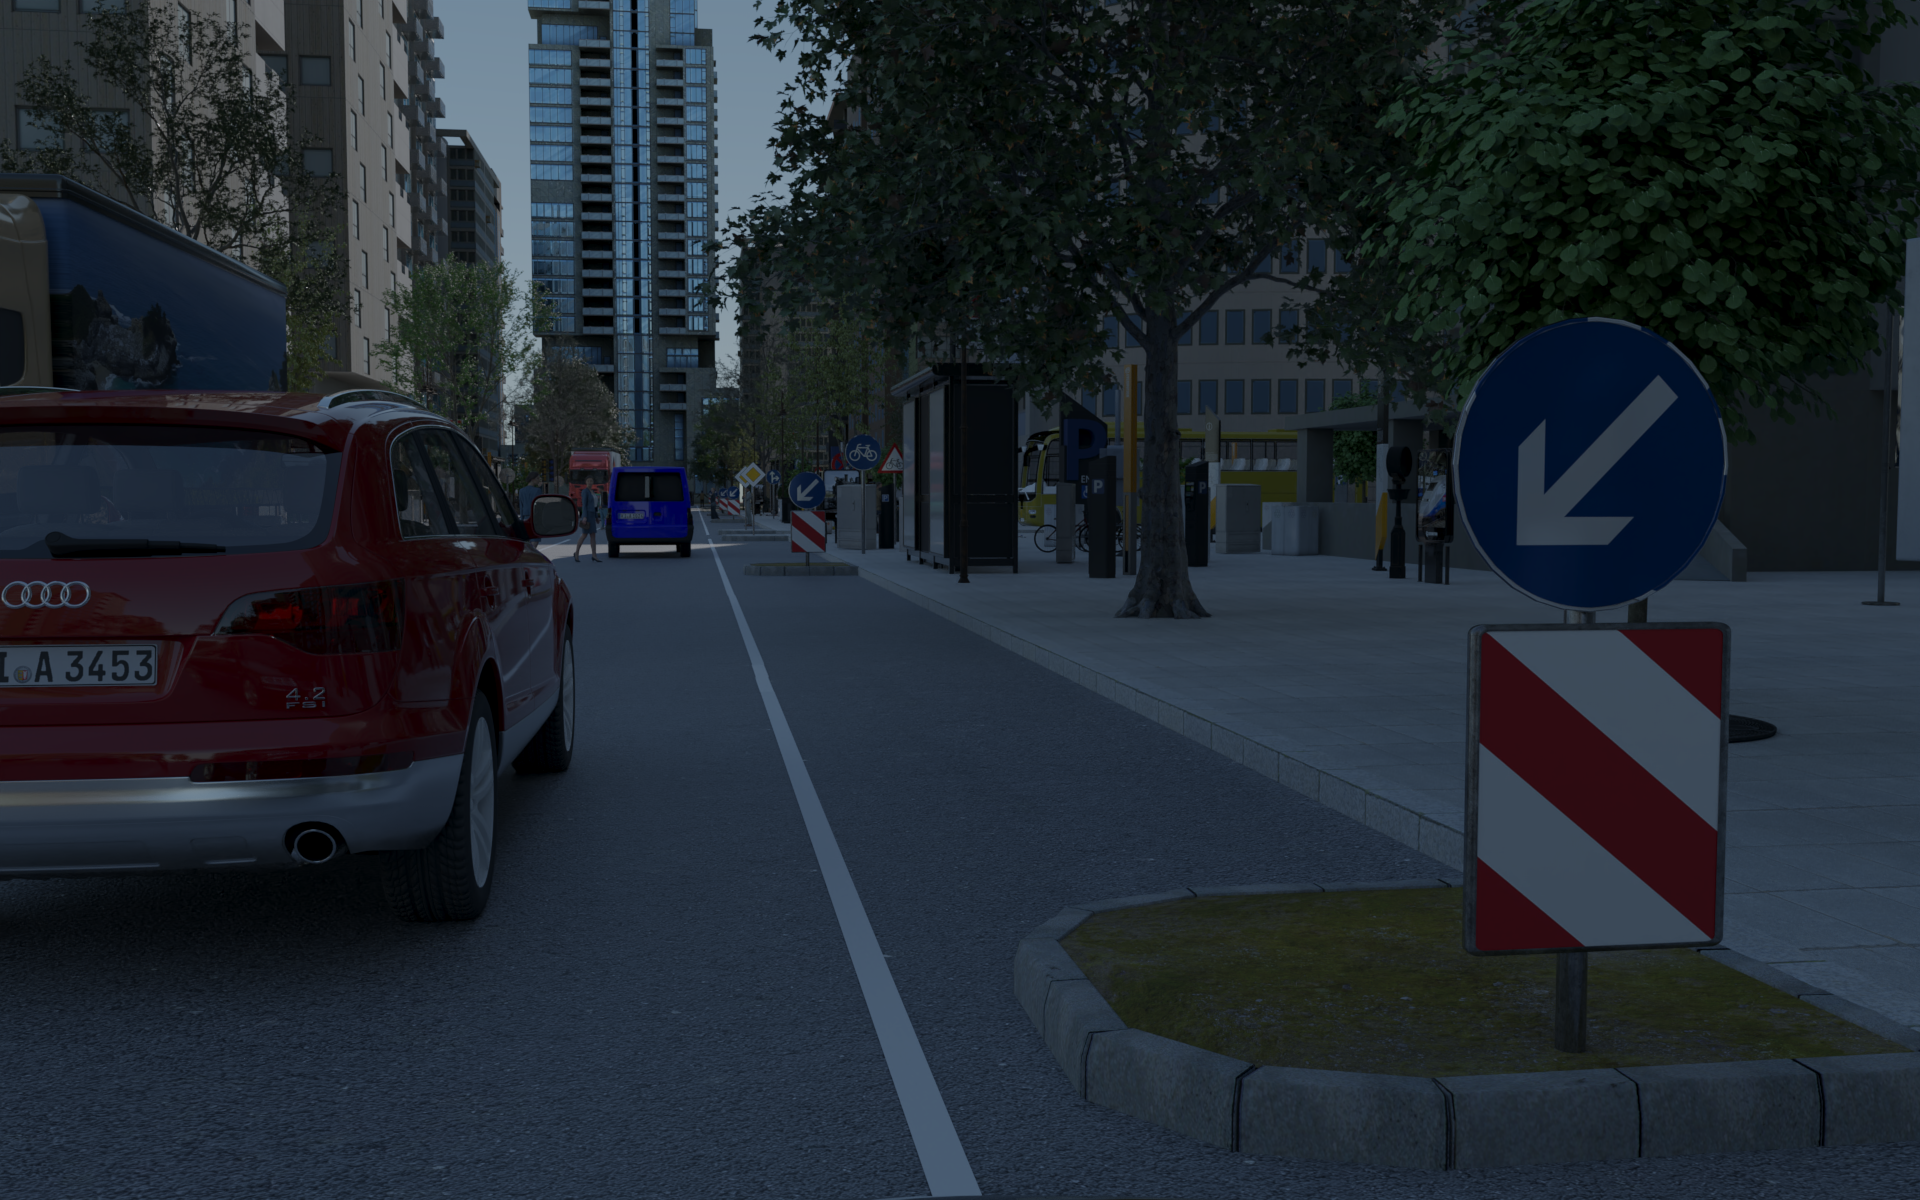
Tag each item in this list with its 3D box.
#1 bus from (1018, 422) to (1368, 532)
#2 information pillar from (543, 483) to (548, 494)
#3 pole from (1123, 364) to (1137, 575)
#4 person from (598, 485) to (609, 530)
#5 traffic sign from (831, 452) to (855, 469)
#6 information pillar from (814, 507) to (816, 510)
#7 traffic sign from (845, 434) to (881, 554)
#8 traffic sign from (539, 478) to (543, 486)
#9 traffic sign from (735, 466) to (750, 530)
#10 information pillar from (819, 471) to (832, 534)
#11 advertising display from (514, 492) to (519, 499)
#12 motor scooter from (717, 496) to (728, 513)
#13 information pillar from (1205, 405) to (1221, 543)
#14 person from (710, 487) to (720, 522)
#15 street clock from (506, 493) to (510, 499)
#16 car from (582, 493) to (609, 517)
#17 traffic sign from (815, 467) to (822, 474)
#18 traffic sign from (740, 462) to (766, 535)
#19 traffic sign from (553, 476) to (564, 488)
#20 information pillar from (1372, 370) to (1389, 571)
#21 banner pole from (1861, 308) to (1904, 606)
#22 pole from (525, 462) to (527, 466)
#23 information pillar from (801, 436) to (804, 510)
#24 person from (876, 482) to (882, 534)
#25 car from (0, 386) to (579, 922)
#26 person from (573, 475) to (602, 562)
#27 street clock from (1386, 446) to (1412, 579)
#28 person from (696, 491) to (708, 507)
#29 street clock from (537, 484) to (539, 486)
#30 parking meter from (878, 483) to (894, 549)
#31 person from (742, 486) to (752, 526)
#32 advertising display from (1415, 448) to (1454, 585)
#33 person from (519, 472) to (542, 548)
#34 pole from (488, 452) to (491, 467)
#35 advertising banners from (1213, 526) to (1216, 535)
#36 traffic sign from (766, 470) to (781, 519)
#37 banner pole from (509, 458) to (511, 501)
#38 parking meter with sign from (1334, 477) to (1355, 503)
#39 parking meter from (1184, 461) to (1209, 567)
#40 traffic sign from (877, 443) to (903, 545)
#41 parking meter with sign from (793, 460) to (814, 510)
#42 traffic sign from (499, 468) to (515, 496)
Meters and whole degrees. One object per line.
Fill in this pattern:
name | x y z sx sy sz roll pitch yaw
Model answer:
bus | 7.878 -4.180 59.894 12.252 3.916 2.896 -1 4 -10
information pillar | -27.118 -6.666 113.474 0.304 2.012 0.304 -2 4 -34
pole | 2.687 -2.049 27.345 0.158 3.312 0.155 0 3 0
person | -14.211 -3.682 69.052 0.721 1.781 0.623 -3 5 -44
traffic sign | -3.530 -3.214 52.654 0.768 2.556 0.104 0 4 -5
information pillar | -5.332 -3.716 65.246 0.304 2.012 0.304 -1 4 -11
traffic sign | -2.068 -2.260 37.051 0.768 2.556 0.104 0 4 -2
traffic sign | -29.471 -7.377 120.711 0.768 2.556 0.104 0 4 -7
traffic sign | -7.654 -3.560 61.841 0.795 2.450 0.064 -1 4 -9
information pillar | -4.288 -3.099 55.154 0.304 2.012 0.304 3 5 44
advertising display | -28.737 -6.596 113.054 0.123 1.923 0.974 2 4 28
motor scooter | -17.652 -7.099 128.839 0.815 1.314 1.986 0 4 -7
information pillar | 6.644 -3.319 45.617 0.183 3.616 0.504 -3 5 -40
person | -12.781 -4.964 90.087 0.534 1.772 0.576 -2 4 -35
street clock | -28.517 -6.418 109.502 0.358 2.002 0.471 2 4 27
car | -19.606 -5.247 94.587 1.959 1.807 4.718 0 4 -7
traffic sign | -6.341 -4.735 77.424 0.884 2.594 0.081 0 4 -8
traffic sign | -6.436 -3.077 53.949 0.795 2.450 0.064 -1 4 -9
traffic sign | -27.799 -7.328 119.926 0.768 2.556 0.104 0 4 -2
information pillar | 7.018 -2.290 28.797 0.183 3.616 0.504 0 4 1
banner pole | 10.873 -1.837 20.045 0.863 3.779 0.401 -2 4 -26
pole | -27.975 -7.212 111.752 0.158 3.312 0.155 0 3 0
information pillar | -6.135 -4.664 67.608 0.183 3.616 0.504 0 4 -4
person | -2.722 -3.009 57.601 0.656 1.842 0.836 0 4 0
car | -2.805 0.089 7.220 2.281 1.827 5.304 0 4 -7
person | -7.832 -1.708 36.444 0.654 1.822 0.581 2 4 32
street clock | 6.653 -1.328 26.281 0.358 2.002 0.471 3 4 38
person | -27.533 -10.782 184.876 1.348 1.812 0.705 -1 4 -14
street clock | -25.149 -5.988 102.469 0.471 2.002 0.358 0 4 -4
parking meter | -1.729 -1.972 40.655 0.372 1.533 0.369 0 3 0
person | -9.483 -4.175 76.938 0.466 1.800 0.511 -2 4 -32
advertising display | 6.808 -1.201 24.848 0.123 1.923 0.974 -1 4 -11
person | -7.439 -1.314 30.010 0.581 1.822 0.654 3 4 38
pole | -22.843 -5.524 84.156 0.158 3.312 0.155 0 3 0
advertising banners | 7.311 -3.608 55.183 2.074 3.025 0.090 2 4 24
traffic sign | -9.705 -5.510 90.198 0.768 2.556 0.104 0 4 -2
banner pole | -30.721 -7.876 118.782 0.401 3.779 0.863 1 4 11
parking meter with sign | 11.370 -3.364 51.261 0.543 3.016 1.738 2 4 33
parking meter | 4.168 -1.518 30.535 0.399 1.863 0.255 -3 5 -39
traffic sign | -1.651 -2.684 43.886 0.884 2.594 0.081 0 4 -3
parking meter with sign | -7.395 -5.441 85.223 1.738 3.016 0.543 3 5 40
traffic sign | -21.812 -5.098 83.464 0.768 2.556 0.104 0 4 -5
